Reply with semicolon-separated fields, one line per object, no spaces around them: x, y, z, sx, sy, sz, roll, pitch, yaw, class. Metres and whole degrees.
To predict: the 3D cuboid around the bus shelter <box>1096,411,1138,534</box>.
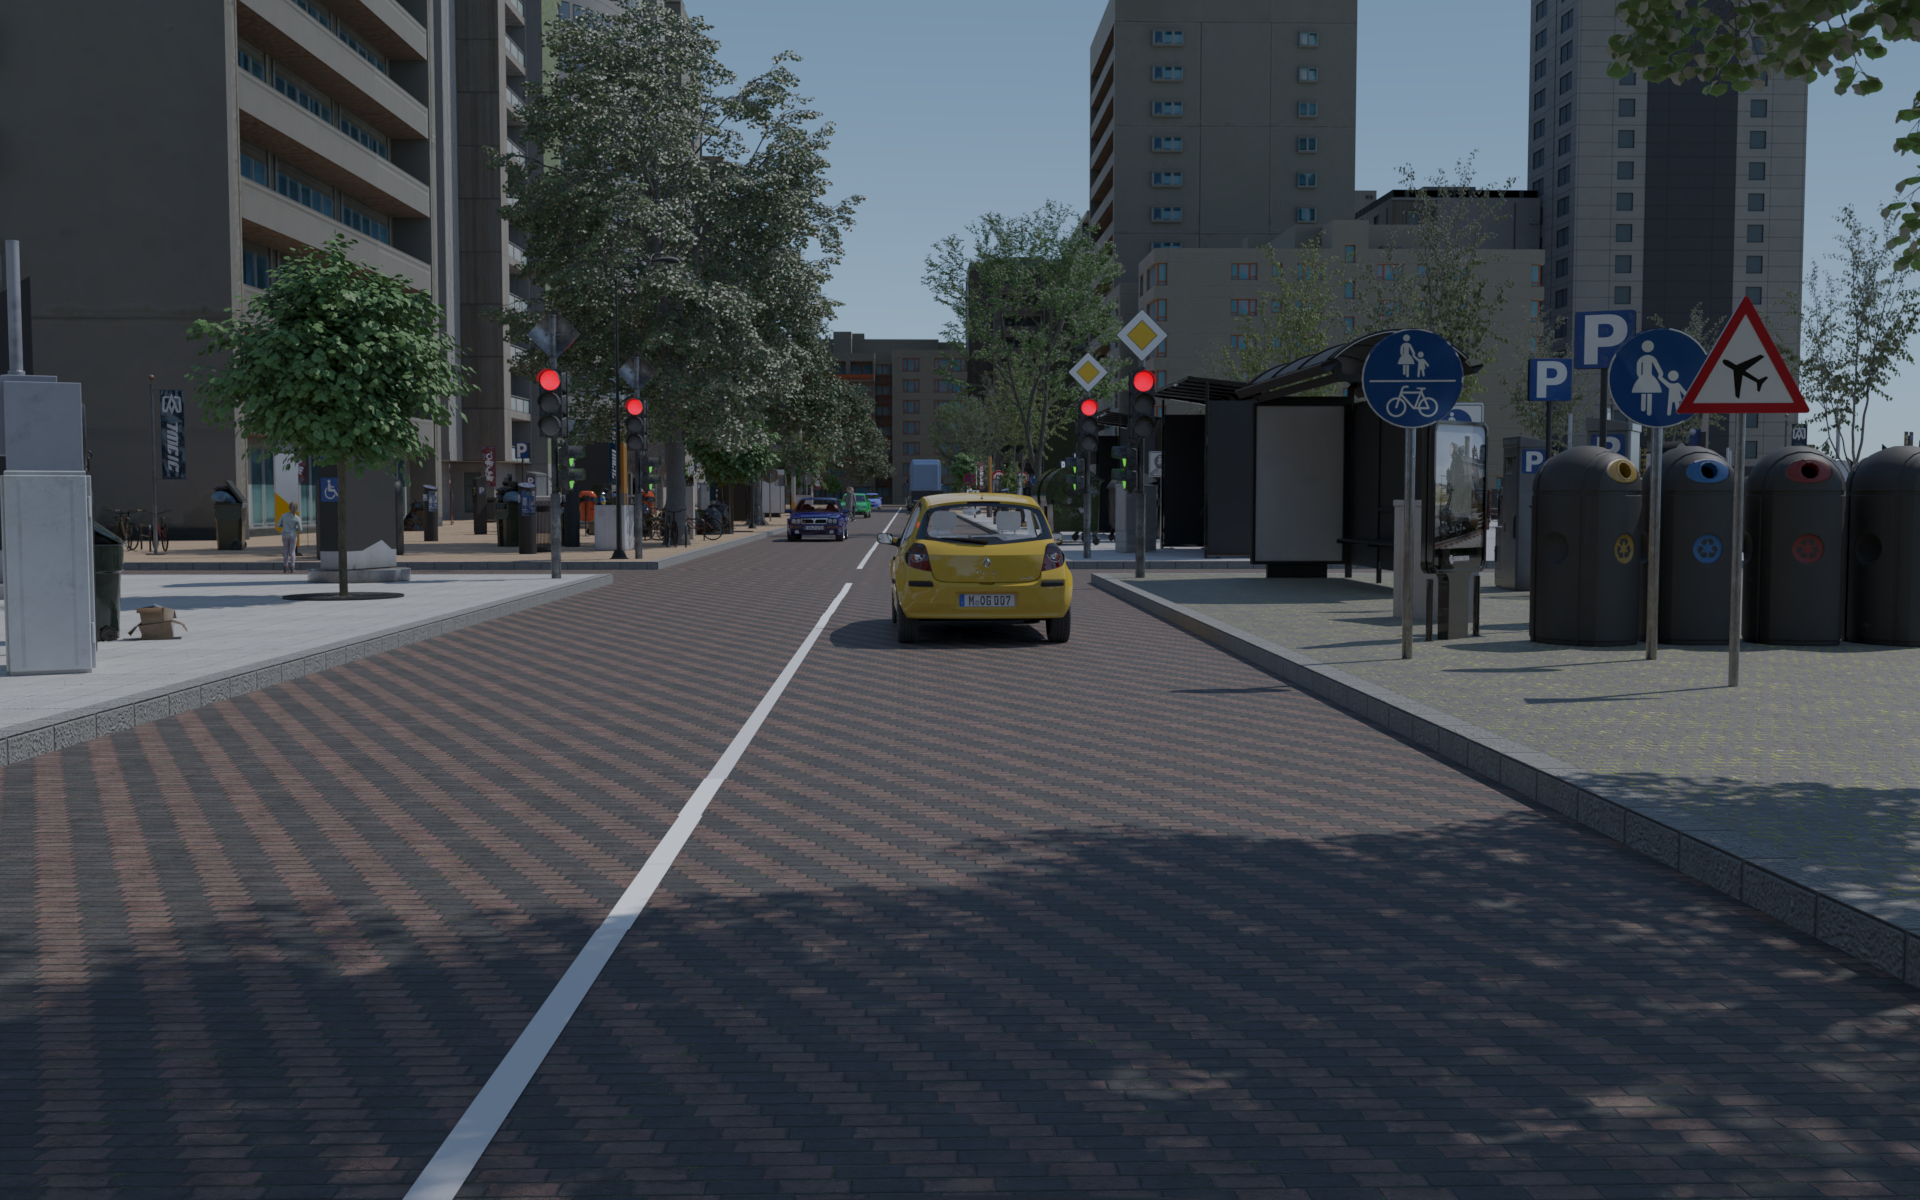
4.912;-3.723;52.146;1.731;3.624;6.357;0;4;-2;bus shelter

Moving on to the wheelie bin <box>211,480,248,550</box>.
-16.740;-1.944;39.692;0.693;1.594;0.980;-1;4;-13;wheelie bin

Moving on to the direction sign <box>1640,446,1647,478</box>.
32.502;-5.484;81.657;0.876;3.537;0.379;2;4;35;direction sign

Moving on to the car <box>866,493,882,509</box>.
-8.388;-9.482;164.615;1.945;1.707;3.694;0;3;0;car

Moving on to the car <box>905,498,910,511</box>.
-3.705;-8.502;150.802;2.131;1.459;4.920;0;4;-2;car

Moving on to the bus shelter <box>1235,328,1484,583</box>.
5.312;-1.838;23.977;2.014;3.302;5.546;0;4;-2;bus shelter

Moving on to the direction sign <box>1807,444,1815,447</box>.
38.498;-5.321;78.992;0.876;3.537;0.379;0;4;-3;direction sign

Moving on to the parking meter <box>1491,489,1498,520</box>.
26.545;-4.744;85.967;0.372;1.533;0.369;0;3;0;parking meter

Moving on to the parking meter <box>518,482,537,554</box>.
-9.241;-1.748;36.996;0.372;1.533;0.369;0;3;0;parking meter

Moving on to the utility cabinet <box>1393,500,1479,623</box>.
4.861;-0.399;17.685;0.306;1.237;1.020;-2;4;-24;utility cabinet

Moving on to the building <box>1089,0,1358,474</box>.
23.703;-32.861;160.985;21.300;48.544;21.600;0;4;-2;building

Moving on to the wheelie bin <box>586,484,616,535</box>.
-11.238;-2.816;53.951;0.980;1.594;0.693;3;5;42;wheelie bin

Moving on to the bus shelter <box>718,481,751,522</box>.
-10.252;-5.530;81.698;1.731;3.624;6.357;0;4;-2;bus shelter

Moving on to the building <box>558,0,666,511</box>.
-33.306;-35.495;122.343;21.231;58.520;28.212;0;4;-2;building

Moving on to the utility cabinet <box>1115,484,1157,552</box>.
3.894;-1.806;38.204;0.318;1.500;1.173;3;5;40;utility cabinet

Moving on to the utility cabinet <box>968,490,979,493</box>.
0.804;-5.830;104.000;0.318;1.500;1.173;1;4;21;utility cabinet

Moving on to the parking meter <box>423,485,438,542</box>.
-14.336;-2.354;46.902;0.372;1.533;0.369;0;3;0;parking meter

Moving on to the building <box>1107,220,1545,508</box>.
27.047;-17.837;136.682;27.650;21.520;28.899;0;4;-2;building

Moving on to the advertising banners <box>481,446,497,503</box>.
-16.562;-4.137;63.820;2.074;3.025;0.090;-1;4;-11;advertising banners

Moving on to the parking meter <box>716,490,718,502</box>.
-13.573;-5.461;97.705;0.372;1.533;0.369;0;3;0;parking meter

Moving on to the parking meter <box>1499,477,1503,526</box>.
15.871;-2.722;50.218;0.399;1.863;0.255;0;4;-4;parking meter

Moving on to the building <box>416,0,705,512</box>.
-35.389;-32.736;158.938;21.600;48.544;21.300;0;4;-2;building

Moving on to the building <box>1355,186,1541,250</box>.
46.288;-24.153;166.603;14.107;30.474;14.160;0;4;-2;building

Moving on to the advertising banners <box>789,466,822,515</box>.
-9.540;-6.770;106.871;2.074;3.025;0.090;0;4;-6;advertising banners

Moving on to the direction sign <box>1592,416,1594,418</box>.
18.399;-3.576;50.457;0.379;3.537;0.876;1;4;22;direction sign

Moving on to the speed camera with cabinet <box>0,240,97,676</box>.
-6.907;-1.147;13.084;0.660;3.252;2.038;-2;4;-28;speed camera with cabinet

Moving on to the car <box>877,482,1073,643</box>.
0.141;-0.484;18.141;2.015;1.641;3.980;0;4;-3;car

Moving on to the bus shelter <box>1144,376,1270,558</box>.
5.303;-2.831;37.567;1.731;3.624;6.357;0;4;-2;bus shelter

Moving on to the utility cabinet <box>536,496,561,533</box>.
-13.563;-2.782;56.642;1.020;1.237;0.306;-1;4;-18;utility cabinet

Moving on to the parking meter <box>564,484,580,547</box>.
-9.390;-2.048;41.892;0.372;1.533;0.369;0;3;0;parking meter

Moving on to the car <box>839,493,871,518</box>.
-6.306;-5.809;103.766;1.959;1.807;4.718;0;3;0;car

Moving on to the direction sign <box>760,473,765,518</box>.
-10.468;-6.077;91.356;0.379;3.537;0.876;-2;4;-26;direction sign

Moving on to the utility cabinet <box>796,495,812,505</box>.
-8.222;-4.823;90.018;1.020;1.237;0.306;0;4;-6;utility cabinet

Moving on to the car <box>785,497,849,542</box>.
-4.380;-2.503;53.503;1.945;1.354;3.894;0;4;-1;car

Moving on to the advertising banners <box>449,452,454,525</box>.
-21.189;-4.643;72.093;0.090;3.025;2.074;-1;4;-13;advertising banners

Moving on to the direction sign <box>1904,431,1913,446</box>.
34.378;-4.333;62.849;0.876;3.537;0.379;-3;5;-44;direction sign

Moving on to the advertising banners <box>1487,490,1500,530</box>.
18.846;-4.044;62.300;2.074;3.025;0.090;2;4;25;advertising banners

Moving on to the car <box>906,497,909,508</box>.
-4.683;-10.295;180.677;2.083;1.381;4.827;0;4;-3;car

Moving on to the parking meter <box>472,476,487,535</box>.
-15.217;-3.006;54.862;0.399;1.863;0.255;-3;5;-41;parking meter

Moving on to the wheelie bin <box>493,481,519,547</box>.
-10.924;-2.096;42.170;0.980;1.594;0.693;3;5;42;wheelie bin

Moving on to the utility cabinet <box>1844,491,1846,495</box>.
19.017;-1.741;37.138;1.173;1.500;0.318;3;4;37;utility cabinet

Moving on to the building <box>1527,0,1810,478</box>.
63.764;-44.237;161.531;20.611;71.187;20.563;0;4;-2;building

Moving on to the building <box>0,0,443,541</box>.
-30.912;-26.475;56.575;21.300;48.544;21.600;0;4;-2;building

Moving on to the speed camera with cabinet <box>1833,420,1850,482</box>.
23.857;-3.177;46.278;2.038;3.252;0.660;-1;4;-16;speed camera with cabinet

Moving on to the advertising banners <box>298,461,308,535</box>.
-15.034;-2.746;41.088;2.074;3.025;0.090;1;4;12;advertising banners

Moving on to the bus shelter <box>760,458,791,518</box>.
-10.372;-6.307;97.045;2.014;3.302;5.546;0;4;-1;bus shelter

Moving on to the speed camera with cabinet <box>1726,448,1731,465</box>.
35.548;-5.233;79.895;0.660;3.252;2.038;3;5;44;speed camera with cabinet

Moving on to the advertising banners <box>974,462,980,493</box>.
0.833;-5.889;92.480;0.090;3.025;2.074;0;4;4;advertising banners

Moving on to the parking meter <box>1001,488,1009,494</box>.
1.988;-4.152;76.298;0.372;1.533;0.369;0;3;0;parking meter

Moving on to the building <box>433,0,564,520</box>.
-28.493;-24.705;87.529;14.154;41.232;14.086;0;4;-2;building

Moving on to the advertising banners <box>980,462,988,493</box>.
1.636;-6.078;95.566;0.090;3.025;2.074;3;4;37;advertising banners

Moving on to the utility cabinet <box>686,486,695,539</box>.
-7.741;-2.490;49.384;0.318;1.500;1.173;0;4;-6;utility cabinet

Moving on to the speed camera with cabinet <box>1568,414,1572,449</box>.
14.967;-2.921;42.099;0.660;3.252;2.038;1;4;22;speed camera with cabinet

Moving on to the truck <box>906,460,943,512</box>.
-2.400;-8.559;129.701;2.967;4.110;18.799;0;4;-3;truck
